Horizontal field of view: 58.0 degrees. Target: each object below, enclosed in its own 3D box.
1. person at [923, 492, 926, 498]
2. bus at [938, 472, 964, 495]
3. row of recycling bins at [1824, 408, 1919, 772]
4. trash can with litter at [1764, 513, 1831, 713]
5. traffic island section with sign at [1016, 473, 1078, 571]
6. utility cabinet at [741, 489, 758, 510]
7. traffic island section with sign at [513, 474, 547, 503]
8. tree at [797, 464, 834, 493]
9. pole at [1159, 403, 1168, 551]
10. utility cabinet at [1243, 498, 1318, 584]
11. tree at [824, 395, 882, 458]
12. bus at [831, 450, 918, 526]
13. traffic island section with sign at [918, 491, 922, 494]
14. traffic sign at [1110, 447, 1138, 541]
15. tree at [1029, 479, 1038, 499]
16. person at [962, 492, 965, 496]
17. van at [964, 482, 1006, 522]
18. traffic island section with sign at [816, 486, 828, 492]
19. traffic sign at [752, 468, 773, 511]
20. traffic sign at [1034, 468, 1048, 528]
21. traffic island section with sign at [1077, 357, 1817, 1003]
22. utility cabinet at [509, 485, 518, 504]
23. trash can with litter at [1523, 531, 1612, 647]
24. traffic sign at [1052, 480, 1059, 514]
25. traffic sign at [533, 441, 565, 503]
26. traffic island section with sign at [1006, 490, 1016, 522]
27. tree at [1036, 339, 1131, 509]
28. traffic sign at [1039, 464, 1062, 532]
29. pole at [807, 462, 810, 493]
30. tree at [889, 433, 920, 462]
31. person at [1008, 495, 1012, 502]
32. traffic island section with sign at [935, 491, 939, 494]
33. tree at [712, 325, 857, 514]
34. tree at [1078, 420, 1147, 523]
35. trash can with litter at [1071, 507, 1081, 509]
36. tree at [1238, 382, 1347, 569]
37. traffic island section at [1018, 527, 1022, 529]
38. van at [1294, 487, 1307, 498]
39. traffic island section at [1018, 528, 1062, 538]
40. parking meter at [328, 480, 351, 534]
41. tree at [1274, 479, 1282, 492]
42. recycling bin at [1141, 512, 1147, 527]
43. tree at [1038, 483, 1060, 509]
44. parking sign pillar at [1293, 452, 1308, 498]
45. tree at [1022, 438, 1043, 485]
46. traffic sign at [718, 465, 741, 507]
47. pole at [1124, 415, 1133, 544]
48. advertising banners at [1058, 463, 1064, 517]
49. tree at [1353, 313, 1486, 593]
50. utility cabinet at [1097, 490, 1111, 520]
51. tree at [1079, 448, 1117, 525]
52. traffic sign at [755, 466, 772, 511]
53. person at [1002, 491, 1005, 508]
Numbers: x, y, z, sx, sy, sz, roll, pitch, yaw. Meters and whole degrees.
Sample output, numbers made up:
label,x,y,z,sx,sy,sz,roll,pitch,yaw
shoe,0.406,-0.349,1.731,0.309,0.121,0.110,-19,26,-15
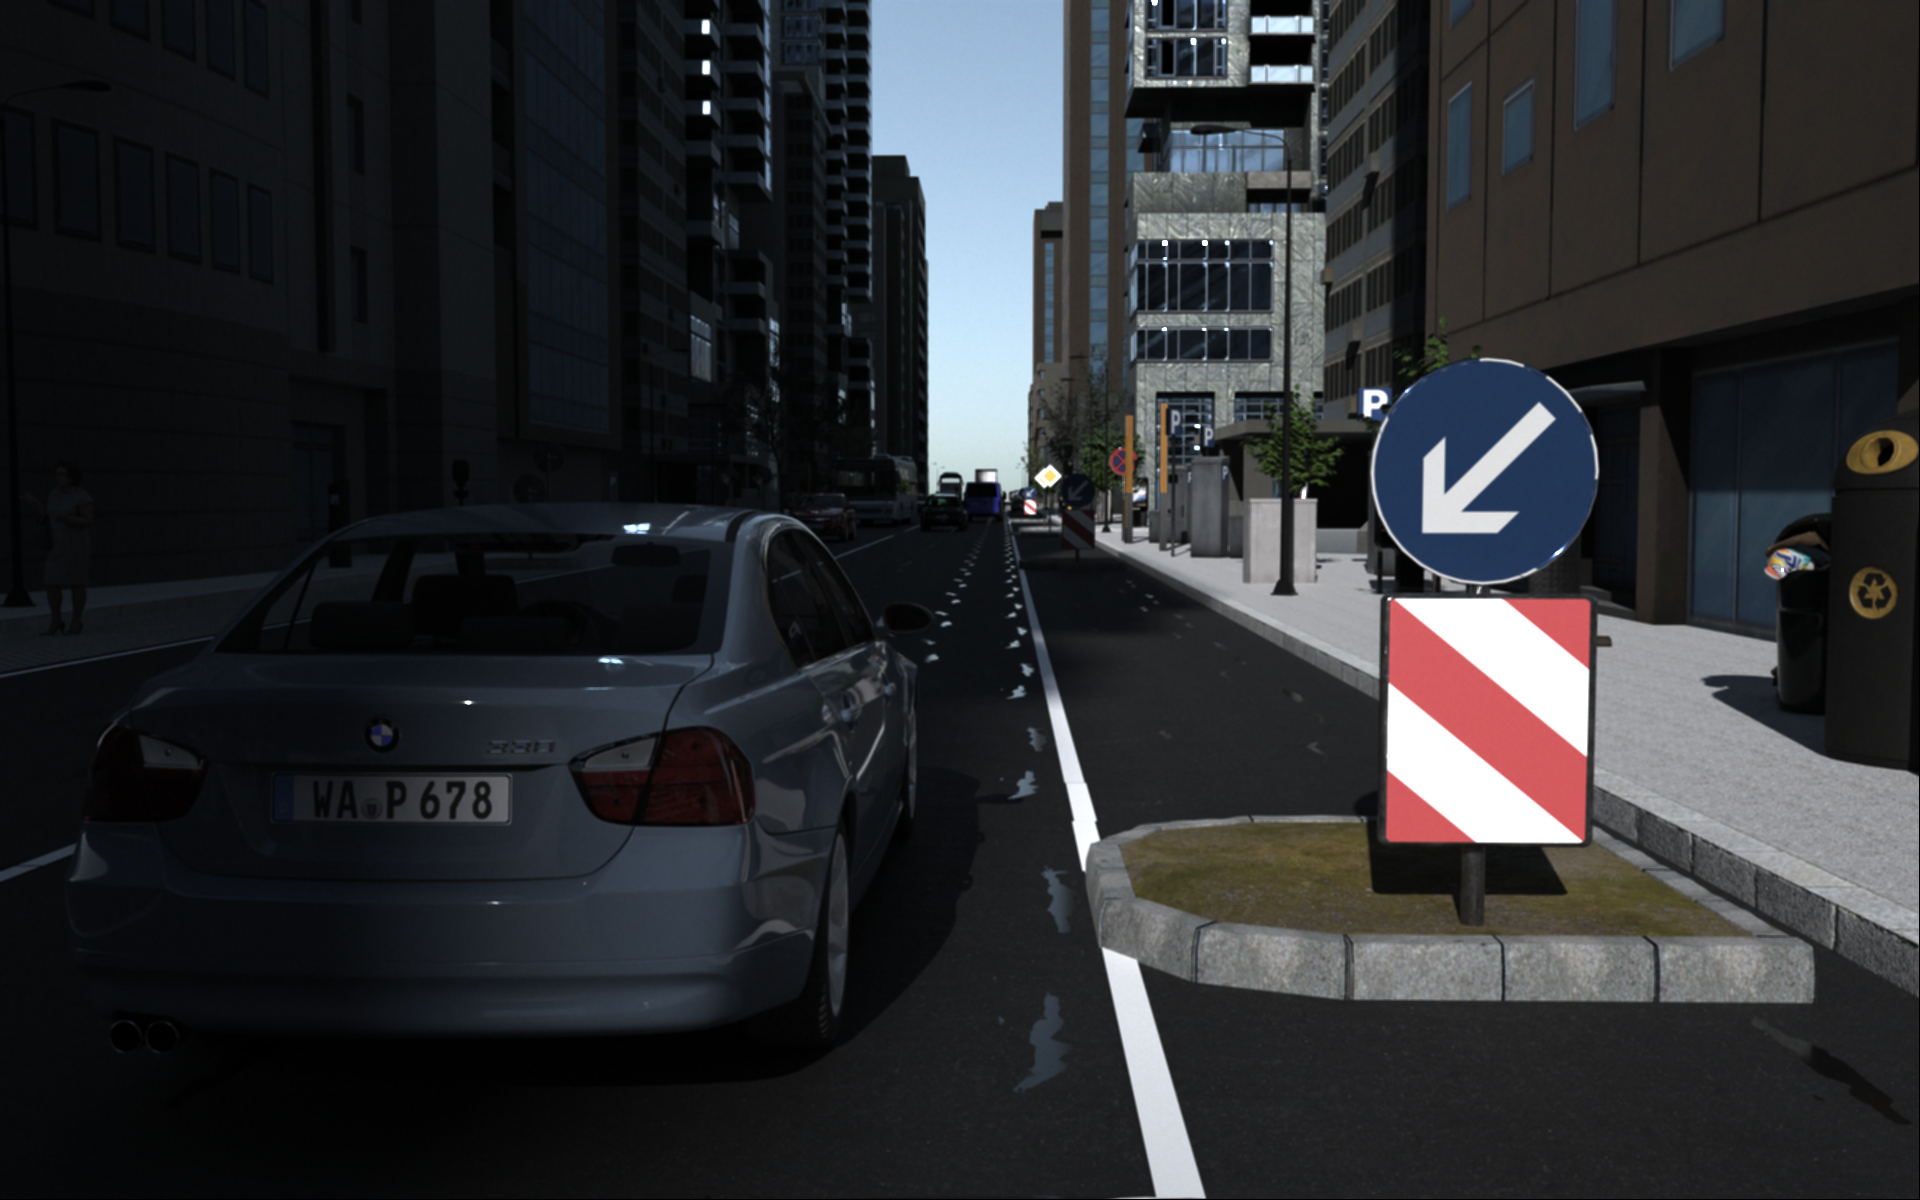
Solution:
label,x,y,z,sx,sy,sz,roll,pitch,yaw
person,-4.313,-11.830,202.713,0.721,1.735,1.217,-3,4,-36
bus,-1.053,-12.572,197.096,2.896,3.916,12.252,0,4,0
row of recycling bins,4.581,0.009,6.966,1.069,1.692,3.534,0,4,5
trash can with litter,5.091,0.059,10.428,0.624,1.170,1.055,1,4,15
traffic island section with sign,2.128,-1.509,33.296,1.989,1.847,2.006,0,4,1
utility cabinet,-9.059,-4.045,74.807,0.318,1.500,1.173,1,4,16
traffic island section with sign,-8.404,-1.519,33.460,1.989,1.847,2.006,0,4,1
tree,-9.125,-7.083,110.407,1.663,3.219,1.824,0,3,0
pole,4.584,-2.764,39.036,0.158,3.312,0.155,0,3,0
utility cabinet,4.609,-0.845,24.976,1.020,1.237,0.306,-1,4,-10
tree,-8.190,-10.973,129.776,4.737,8.622,4.395,0,3,0
bus,-3.742,-5.211,80.064,2.948,3.499,13.247,0,4,3
traffic island section with sign,-4.506,-11.279,193.032,1.989,1.847,2.006,0,4,1
traffic sign,4.445,-2.871,47.053,0.768,2.556,0.104,0,4,4
tree,8.503,-12.067,191.894,1.663,3.219,1.824,0,3,0
person,0.770,-17.257,290.666,1.348,1.822,0.705,1,4,22
van,1.239,-5.213,89.624,2.240,2.365,5.245,0,4,3
traffic island section with sign,-7.058,-4.912,88.945,1.989,1.847,2.006,0,4,1
traffic sign,-7.569,-3.842,66.460,0.795,2.450,0.064,0,4,1
traffic sign,3.221,-3.825,66.177,0.795,2.450,0.064,0,4,1
traffic island section with sign,1.444,0.171,5.840,1.989,1.847,2.006,0,4,1
utility cabinet,-9.931,-1.891,39.594,0.318,1.500,1.173,1,4,9
trash can with litter,4.602,-0.219,14.638,2.233,1.210,1.678,-1,4,-17
traffic sign,6.078,-6.930,113.404,0.768,2.556,0.104,0,4,3
traffic sign,-9.875,-2.538,41.609,0.768,2.556,0.104,0,4,5
traffic island section with sign,3.470,-4.888,88.554,1.989,1.847,2.006,0,4,1
tree,6.015,-8.063,82.192,4.360,8.622,3.978,0,3,0
traffic sign,3.027,-3.337,58.195,0.795,2.450,0.064,0,4,1
pole,-9.760,-7.214,111.792,0.158,3.312,0.155,0,3,0
tree,-6.659,-15.389,201.971,4.360,8.622,3.978,0,3,0
person,8.108,-15.938,269.109,1.348,1.821,0.705,-1,4,-15
traffic island section with sign,-2.496,-16.350,275.944,1.989,1.847,2.006,0,4,1
tree,-9.695,-9.807,94.765,8.767,10.594,7.601,0,4,4
tree,6.702,-5.693,76.797,4.285,4.588,4.351,0,3,0
trash can with litter,5.806,-4.783,89.593,0.624,1.170,1.055,-3,4,-36
tree,5.877,-2.161,29.936,1.663,3.219,1.824,0,3,0
traffic island section,3.245,-2.689,66.254,2.009,0.180,2.903,0,4,1
van,14.147,-3.410,62.768,4.112,2.044,2.013,0,4,1
traffic island section,3.051,-2.201,58.271,2.009,0.180,2.903,0,4,1
parking meter,-10.850,-1.338,30.289,0.372,1.533,0.369,0,3,0
tree,16.378,-6.148,84.232,4.285,4.588,4.351,0,3,0
recycling bin,6.950,-3.423,68.520,0.722,1.027,0.722,2,4,29
tree,8.215,-9.835,155.397,1.663,3.219,1.824,0,3,0
parking sign pillar,13.161,-4.727,65.764,1.447,3.967,1.447,-1,4,-19
tree,9.858,-16.758,224.355,4.737,8.622,4.395,0,3,0
traffic sign,-7.764,-3.354,58.477,0.795,2.450,0.064,0,4,1
pole,4.374,-3.121,44.870,0.158,3.312,0.155,0,3,0
advertising banners,5.676,-6.170,97.072,0.090,3.025,2.074,1,4,11
tree,5.148,-1.469,18.618,1.663,3.219,1.824,0,3,0
utility cabinet,7.157,-4.733,86.060,0.318,1.500,1.173,-1,4,-17
tree,5.842,-4.788,72.887,1.663,3.219,1.824,0,3,0
traffic sign,-8.964,-4.832,79.112,0.768,2.556,0.104,0,4,3
person,4.279,-10.001,172.699,0.721,1.739,1.217,2,4,27
